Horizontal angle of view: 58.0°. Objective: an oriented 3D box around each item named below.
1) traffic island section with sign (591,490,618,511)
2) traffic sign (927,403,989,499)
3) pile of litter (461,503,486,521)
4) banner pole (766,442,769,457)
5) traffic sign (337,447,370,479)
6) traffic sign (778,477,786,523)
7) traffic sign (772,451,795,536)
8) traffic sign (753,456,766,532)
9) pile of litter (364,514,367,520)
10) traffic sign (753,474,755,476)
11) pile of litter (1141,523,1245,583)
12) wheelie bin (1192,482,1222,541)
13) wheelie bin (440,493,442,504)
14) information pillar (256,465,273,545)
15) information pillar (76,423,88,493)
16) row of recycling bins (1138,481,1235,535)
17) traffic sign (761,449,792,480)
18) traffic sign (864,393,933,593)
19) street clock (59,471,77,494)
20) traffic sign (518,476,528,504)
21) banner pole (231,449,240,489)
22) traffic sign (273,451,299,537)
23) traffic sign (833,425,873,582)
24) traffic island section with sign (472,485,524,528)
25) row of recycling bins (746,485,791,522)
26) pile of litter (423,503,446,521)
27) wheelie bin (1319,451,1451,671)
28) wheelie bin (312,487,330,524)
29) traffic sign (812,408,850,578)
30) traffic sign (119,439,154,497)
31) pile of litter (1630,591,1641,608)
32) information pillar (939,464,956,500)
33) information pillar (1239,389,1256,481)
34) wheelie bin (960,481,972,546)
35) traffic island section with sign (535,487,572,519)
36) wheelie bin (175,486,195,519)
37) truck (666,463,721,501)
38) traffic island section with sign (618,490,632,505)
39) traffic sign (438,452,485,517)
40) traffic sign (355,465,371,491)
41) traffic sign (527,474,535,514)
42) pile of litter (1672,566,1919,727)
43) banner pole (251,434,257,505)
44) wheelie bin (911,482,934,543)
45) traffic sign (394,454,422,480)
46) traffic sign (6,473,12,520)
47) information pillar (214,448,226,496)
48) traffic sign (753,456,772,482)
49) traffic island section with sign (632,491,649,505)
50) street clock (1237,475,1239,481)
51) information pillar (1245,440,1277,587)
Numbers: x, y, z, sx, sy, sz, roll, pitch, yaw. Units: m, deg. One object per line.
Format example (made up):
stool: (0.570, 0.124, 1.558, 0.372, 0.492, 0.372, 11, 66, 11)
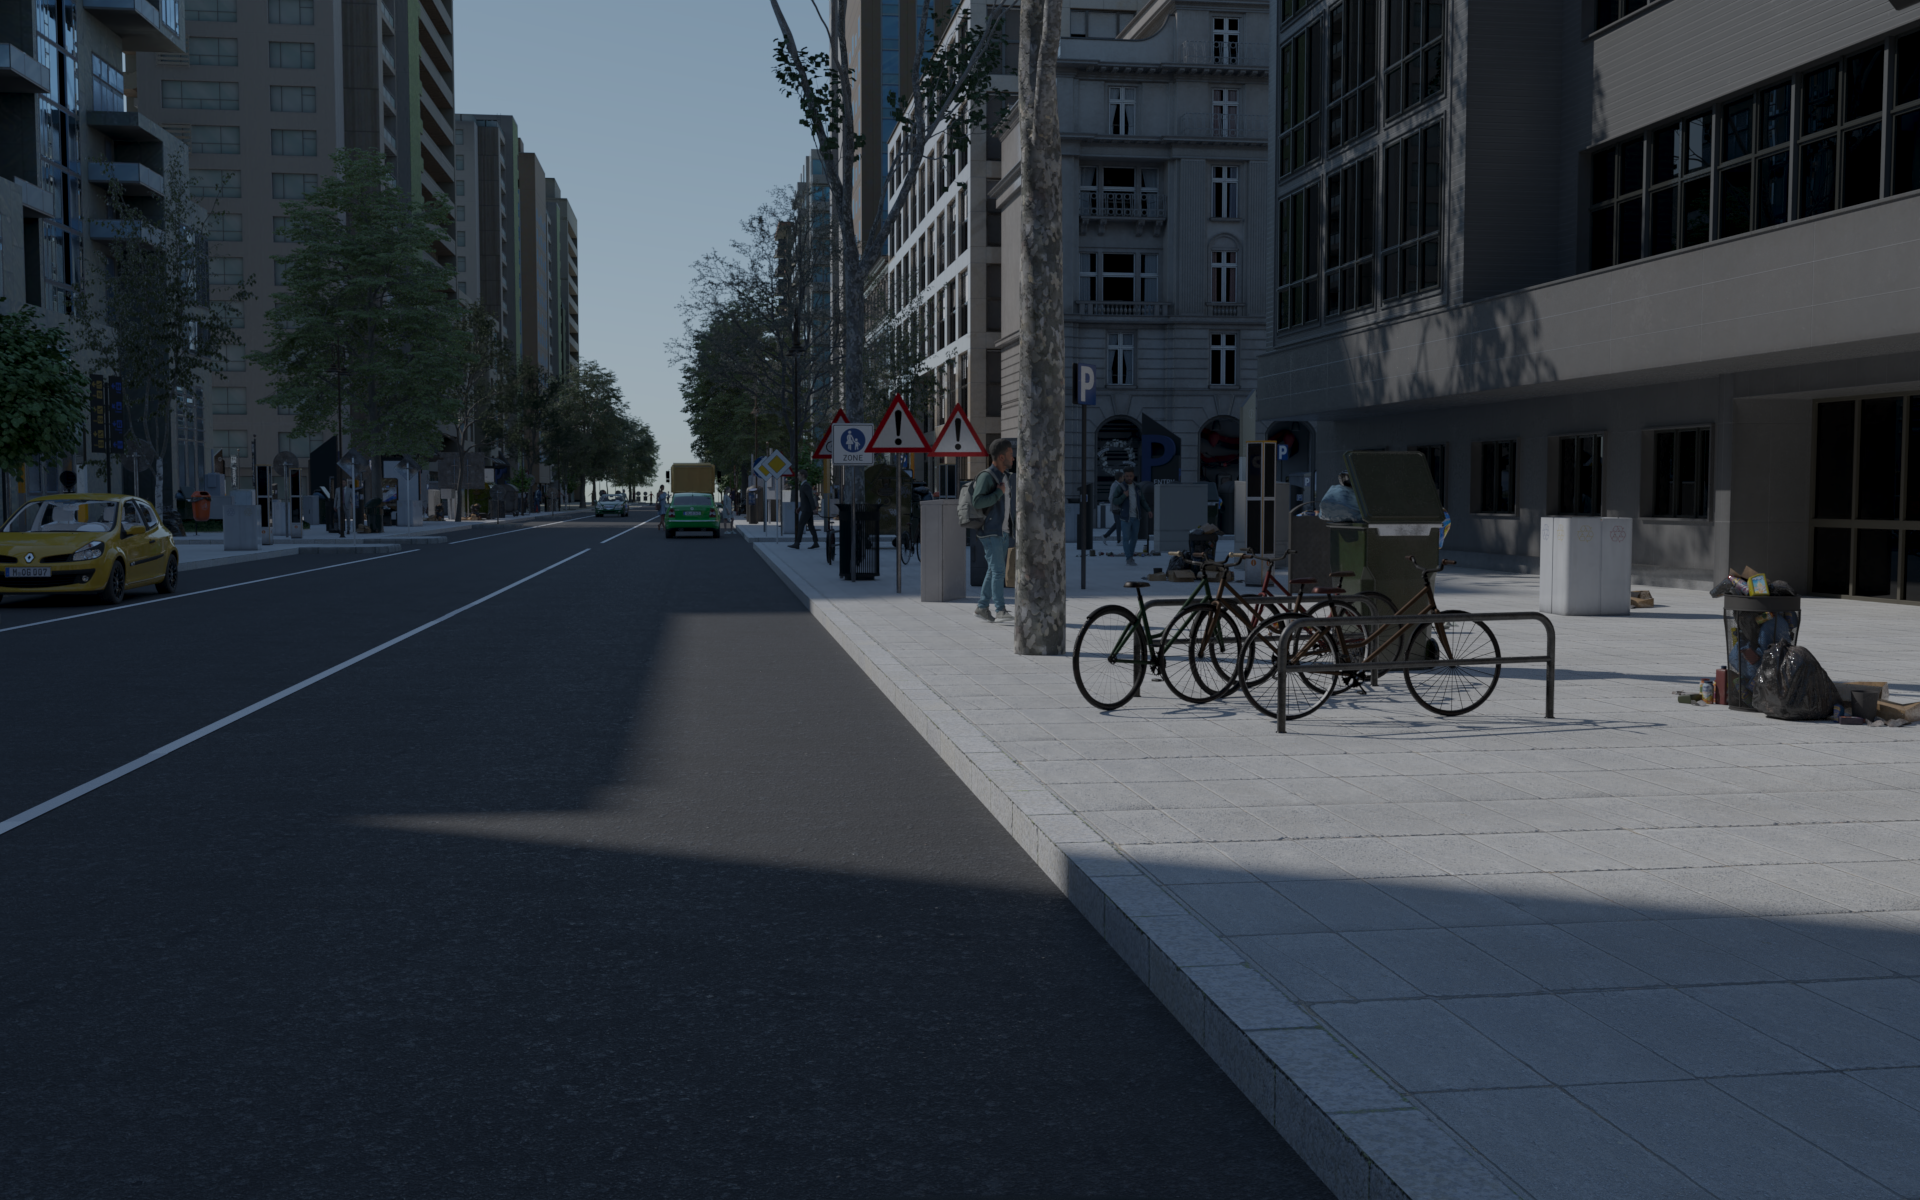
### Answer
traffic island section with sign: (-30.859, -8.643, 149.943, 1.989, 1.847, 2.006, -1, 4, -8)
traffic sign: (-0.031, -1.514, 24.753, 0.884, 2.594, 0.081, 0, 4, -5)
pile of litter: (-23.542, -4.250, 83.451, 1.176, 0.858, 1.719, -2, 4, -35)
banner pole: (-9.208, -5.679, 82.875, 0.401, 3.779, 0.863, 0, 4, -2)
traffic sign: (-15.069, -2.497, 43.016, 0.795, 2.593, 0.064, -1, 4, -8)
traffic sign: (-8.141, -4.762, 77.970, 0.768, 2.556, 0.104, 0, 4, -3)
traffic sign: (-5.436, -3.224, 52.717, 0.884, 2.594, 0.081, 0, 4, -5)
traffic sign: (-6.604, -3.570, 58.473, 0.768, 2.556, 0.104, 0, 4, 1)
pile of litter: (-29.452, -4.389, 85.724, 1.176, 0.858, 1.719, 0, 4, 1)
traffic sign: (-12.772, -6.605, 108.101, 0.768, 2.556, 0.104, 0, 4, -2)
pile of litter: (3.527, -0.707, 25.524, 1.719, 0.858, 1.176, 3, 5, 44)
wheelie bin: (6.517, -2.360, 46.497, 0.980, 1.594, 0.693, -1, 4, -11)
wheelie bin: (-32.785, -6.141, 108.320, 0.980, 1.594, 0.693, 3, 5, 44)
information pillar: (-17.388, -2.374, 43.307, 0.304, 2.012, 0.304, 0, 4, -7)
information pillar: (-24.742, -3.513, 48.789, 0.504, 3.616, 0.183, 3, 5, 40)
row of recycling bins: (7.242, -2.909, 54.671, 3.534, 1.692, 1.069, 0, 4, -3)
traffic sign: (-4.684, -2.589, 44.521, 0.795, 2.593, 0.064, -1, 4, -8)
traffic sign: (-0.794, -1.369, 22.382, 0.884, 2.594, 0.081, 0, 4, -1)
street clock: (-27.441, -2.985, 53.374, 0.471, 2.002, 0.358, -1, 4, -12)
traffic sign: (-26.783, -6.467, 105.839, 0.768, 2.556, 0.104, 0, 4, -3)
banner pole: (-40.327, -6.514, 96.519, 0.863, 3.779, 0.401, 2, 4, 26)
traffic sign: (-19.910, -3.123, 51.174, 0.768, 2.556, 0.104, 0, 4, 1)
traffic sign: (-1.551, -1.407, 25.141, 0.606, 2.300, 0.079, 0, 4, -3)
traffic island section with sign: (-19.581, -3.963, 73.431, 1.989, 1.847, 2.006, -1, 4, -8)
row of recycling bins: (-8.560, -4.514, 80.909, 1.069, 1.692, 3.534, 3, 4, 37)
pile of litter: (-24.952, -4.170, 82.138, 1.176, 0.858, 1.719, 0, 4, -6)
wheelie bin: (3.084, -0.296, 12.748, 0.980, 1.594, 0.693, -1, 4, -14)
wheelie bin: (-27.075, -4.014, 73.541, 0.693, 1.594, 0.980, 0, 4, -4)
traffic sign: (-1.803, -1.607, 26.271, 0.884, 2.594, 0.081, 0, 4, -3)
traffic sign: (-18.857, -2.420, 39.673, 0.768, 2.556, 0.104, 0, 4, -6)
pile of litter: (7.466, -0.381, 20.193, 1.176, 0.858, 1.719, 1, 4, 14)
information pillar: (-0.295, -2.281, 41.783, 0.304, 2.012, 0.304, -3, 4, -37)
information pillar: (6.416, -2.893, 38.650, 0.504, 3.616, 0.183, -3, 5, -44)
wheelie bin: (0.120, -2.135, 42.817, 0.693, 1.594, 0.980, -3, 5, -41)
traffic island section with sign: (-23.548, -5.607, 100.306, 1.989, 1.847, 2.006, -1, 4, -8)
wheelie bin: (-31.965, -3.892, 71.547, 0.693, 1.594, 0.980, 2, 4, 28)
truck: (-16.257, -6.708, 105.603, 3.469, 3.379, 9.791, -1, 4, -8)
traffic island section with sign: (-34.788, -10.274, 176.611, 1.989, 1.847, 2.006, -1, 4, -8)
traffic sign: (-24.321, -5.541, 84.468, 2.265, 3.308, 0.079, 0, 4, -1)
traffic sign: (-22.863, -4.037, 66.116, 0.768, 2.556, 0.104, 0, 4, 1)
traffic sign: (-27.834, -6.841, 111.963, 0.768, 2.556, 0.104, 0, 4, -1)
pile of litter: (4.980, 0.221, 10.359, 1.176, 0.858, 1.719, 0, 4, 3)
banner pole: (-29.400, -5.025, 72.179, 0.401, 3.779, 0.863, -1, 4, -9)
wheelie bin: (-1.114, -2.296, 45.453, 0.980, 1.594, 0.693, -3, 4, -38)
traffic sign: (-16.234, -2.980, 50.916, 0.795, 2.593, 0.064, -1, 4, -8)
traffic sign: (-16.913, -1.877, 30.795, 0.768, 2.556, 0.104, 0, 4, -6)
information pillar: (-37.889, -5.944, 88.541, 0.183, 3.616, 0.504, 2, 4, 35)
traffic sign: (-5.848, -3.072, 52.421, 0.795, 2.593, 0.064, -1, 4, -8)
traffic island section with sign: (-42.779, -13.590, 230.822, 1.989, 1.847, 2.006, -1, 4, -8)
street clock: (9.598, -3.306, 58.615, 0.471, 2.002, 0.358, 1, 4, 10)
information pillar: (4.154, -1.189, 23.940, 0.304, 2.012, 0.304, -3, 5, -43)
